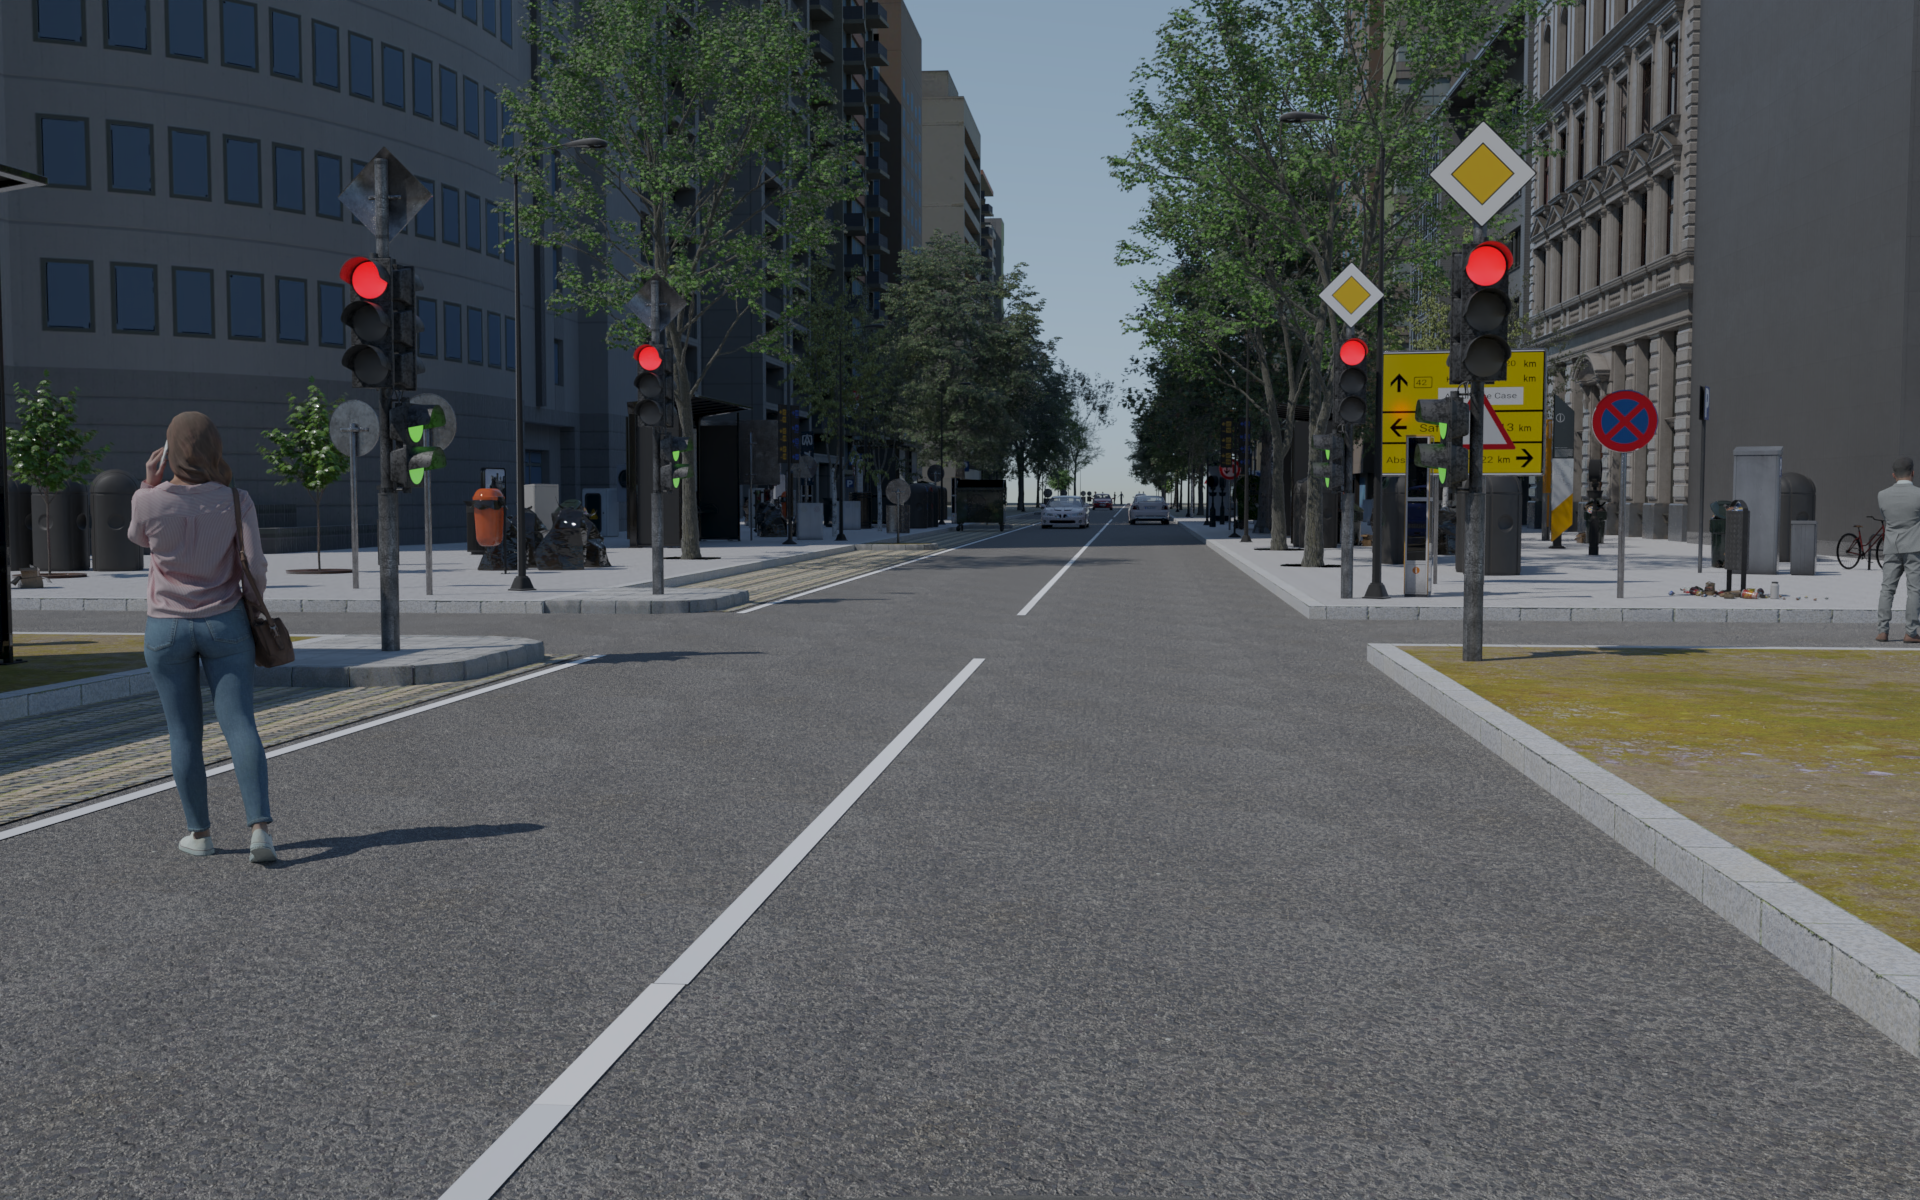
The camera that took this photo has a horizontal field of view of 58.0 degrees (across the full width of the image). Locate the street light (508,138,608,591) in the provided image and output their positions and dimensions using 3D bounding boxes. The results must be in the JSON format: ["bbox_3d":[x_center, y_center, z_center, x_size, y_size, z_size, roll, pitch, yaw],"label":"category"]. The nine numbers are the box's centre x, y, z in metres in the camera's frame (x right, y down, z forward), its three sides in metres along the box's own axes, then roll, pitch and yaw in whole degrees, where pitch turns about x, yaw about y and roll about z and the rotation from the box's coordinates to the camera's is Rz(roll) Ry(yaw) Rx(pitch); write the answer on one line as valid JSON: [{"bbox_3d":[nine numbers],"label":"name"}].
[{"bbox_3d":[-5.290,-3.075,22.814,1.470,5.913,1.316,0,4,6],"label":"street light"}]

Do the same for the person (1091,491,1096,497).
[{"bbox_3d":[15.924,-12.031,205.741,0.750,1.759,0.617,0,4,-1],"label":"person"}]

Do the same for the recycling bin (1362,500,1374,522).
[{"bbox_3d":[18.928,-4.086,79.353,0.722,1.027,0.722,-1,4,-20],"label":"recycling bin"}]

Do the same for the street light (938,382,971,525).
[{"bbox_3d":[-0.223,-6.087,72.066,1.470,5.913,1.316,0,4,6],"label":"street light"}]

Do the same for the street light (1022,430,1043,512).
[{"bbox_3d":[5.115,-9.314,124.823,1.470,5.913,1.316,0,4,6],"label":"street light"}]

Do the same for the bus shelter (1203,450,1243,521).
[{"bbox_3d":[12.181,-5.224,79.335,2.014,3.302,5.546,0,4,6],"label":"bus shelter"}]

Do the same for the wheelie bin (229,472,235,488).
[{"bbox_3d":[-10.219,-0.953,23.490,0.980,1.594,0.693,-2,4,-33],"label":"wheelie bin"}]

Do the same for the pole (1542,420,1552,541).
[{"bbox_3d":[16.097,-3.282,47.497,0.158,3.312,0.155,0,3,0],"label":"pole"}]

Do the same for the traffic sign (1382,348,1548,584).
[{"bbox_3d":[7.077,-1.872,24.479,2.265,3.308,0.079,1,4,13],"label":"traffic sign"}]

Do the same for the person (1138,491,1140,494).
[{"bbox_3d":[23.881,-13.596,230.878,1.350,1.814,0.705,0,4,1],"label":"person"}]

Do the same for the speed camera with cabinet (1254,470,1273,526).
[{"bbox_3d":[11.777,-4.406,66.369,0.660,3.252,2.038,1,4,22],"label":"speed camera with cabinet"}]

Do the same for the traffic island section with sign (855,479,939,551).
[{"bbox_3d":[-1.590,-2.200,44.601,1.989,1.847,2.006,0,4,6],"label":"traffic island section with sign"}]

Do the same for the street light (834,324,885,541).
[{"bbox_3d":[-2.733,-4.580,47.419,1.470,5.913,1.316,0,4,6],"label":"street light"}]

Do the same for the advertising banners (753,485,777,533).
[{"bbox_3d":[-6.523,-3.804,58.377,0.090,3.025,2.074,1,4,17],"label":"advertising banners"}]

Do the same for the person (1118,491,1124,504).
[{"bbox_3d":[22.302,-14.139,239.755,0.705,1.814,1.350,-2,4,-34],"label":"person"}]

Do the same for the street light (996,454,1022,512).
[{"bbox_3d":[2.669,-7.793,99.964,1.470,5.913,1.316,0,4,6],"label":"street light"}]

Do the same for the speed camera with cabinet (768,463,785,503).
[{"bbox_3d":[-8.925,-5.293,80.882,0.660,3.252,2.038,-3,4,-37],"label":"speed camera with cabinet"}]

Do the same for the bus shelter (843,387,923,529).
[{"bbox_3d":[-3.049,-5.506,67.648,2.179,5.291,8.768,0,4,6],"label":"bus shelter"}]

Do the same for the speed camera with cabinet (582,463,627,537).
[{"bbox_3d":[-10.304,-3.497,51.515,2.038,3.252,0.660,2,4,30],"label":"speed camera with cabinet"}]

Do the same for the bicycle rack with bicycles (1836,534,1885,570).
[{"bbox_3d":[16.197,-0.911,28.284,2.852,0.926,2.925,0,4,-3],"label":"bicycle rack with bicycles"}]

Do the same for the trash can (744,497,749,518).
[{"bbox_3d":[-10.908,-4.798,90.096,0.748,1.137,0.748,0,3,0],"label":"trash can"}]

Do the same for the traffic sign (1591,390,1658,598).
[{"bbox_3d":[8.131,-1.293,21.251,0.768,2.556,0.104,1,4,15],"label":"traffic sign"}]

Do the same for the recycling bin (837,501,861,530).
[{"bbox_3d":[-4.044,-3.038,62.227,0.722,1.027,0.722,-2,4,-33],"label":"recycling bin"}]

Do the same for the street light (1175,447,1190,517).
[{"bbox_3d":[9.611,-6.022,71.006,1.470,5.913,1.316,0,4,6],"label":"street light"}]

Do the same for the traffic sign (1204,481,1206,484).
[{"bbox_3d":[13.086,-5.492,89.803,0.884,2.594,0.081,1,4,12],"label":"traffic sign"}]

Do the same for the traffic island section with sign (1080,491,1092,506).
[{"bbox_3d":[17.301,-13.579,230.639,1.989,1.847,2.006,0,4,6],"label":"traffic island section with sign"}]

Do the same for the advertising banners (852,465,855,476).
[{"bbox_3d":[-5.020,-6.030,94.778,2.074,3.025,0.090,-2,4,-30],"label":"advertising banners"}]

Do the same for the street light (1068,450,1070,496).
[{"bbox_3d":[10.826,-12.767,181.282,1.470,5.913,1.316,0,4,6],"label":"street light"}]

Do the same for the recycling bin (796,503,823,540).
[{"bbox_3d":[-4.242,-2.217,48.810,0.722,1.027,0.722,-1,4,-9],"label":"recycling bin"}]

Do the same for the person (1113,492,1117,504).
[{"bbox_3d":[22.233,-14.572,247.277,0.750,1.759,0.617,3,5,40],"label":"person"}]

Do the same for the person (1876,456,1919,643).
[{"bbox_3d":[9.173,-0.495,16.780,0.511,1.800,0.466,3,4,36],"label":"person"}]

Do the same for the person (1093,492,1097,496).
[{"bbox_3d":[18.738,-13.986,237.990,1.217,1.723,0.721,-2,4,-29],"label":"person"}]

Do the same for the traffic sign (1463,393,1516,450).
[{"bbox_3d":[6.220,-1.276,20.860,0.884,2.594,0.081,0,4,6],"label":"traffic sign"}]

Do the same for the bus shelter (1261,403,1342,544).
[{"bbox_3d":[9.350,-3.443,47.581,1.731,3.624,6.357,0,4,6],"label":"bus shelter"}]

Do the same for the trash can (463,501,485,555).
[{"bbox_3d":[-10.137,-1.532,36.696,0.748,1.137,0.748,0,3,0],"label":"trash can"}]

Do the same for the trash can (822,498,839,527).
[{"bbox_3d":[-4.980,-3.387,67.038,0.748,1.137,0.748,0,3,0],"label":"trash can"}]

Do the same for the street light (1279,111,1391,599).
[{"bbox_3d":[4.578,-2.974,21.161,1.470,5.913,1.316,0,4,6],"label":"street light"}]

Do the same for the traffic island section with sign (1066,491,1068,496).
[{"bbox_3d":[8.961,-8.556,148.514,1.989,1.847,2.006,0,4,6],"label":"traffic island section with sign"}]

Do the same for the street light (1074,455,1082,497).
[{"bbox_3d":[13.431,-14.263,205.736,1.470,5.913,1.316,0,4,6],"label":"street light"}]

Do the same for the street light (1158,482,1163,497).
[{"bbox_3d":[14.910,-9.195,122.881,1.470,5.913,1.316,0,4,6],"label":"street light"}]

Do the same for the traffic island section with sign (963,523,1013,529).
[{"bbox_3d":[1.162,-3.861,71.752,1.989,1.847,2.006,0,4,6],"label":"traffic island section with sign"}]

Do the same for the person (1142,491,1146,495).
[{"bbox_3d":[25.179,-14.022,237.891,1.348,1.807,0.705,-1,4,-9],"label":"person"}]

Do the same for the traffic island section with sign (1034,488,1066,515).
[{"bbox_3d":[6.236,-6.916,121.697,1.989,1.847,2.006,0,4,6],"label":"traffic island section with sign"}]

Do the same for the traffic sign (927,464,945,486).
[{"bbox_3d":[-1.041,-4.517,73.954,0.768,2.556,0.104,1,4,12],"label":"traffic sign"}]

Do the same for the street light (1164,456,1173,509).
[{"bbox_3d":[12.428,-7.691,98.293,1.470,5.913,1.316,0,4,6],"label":"street light"}]

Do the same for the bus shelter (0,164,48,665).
[{"bbox_3d":[-7.925,-1.144,9.995,1.731,3.624,6.357,0,4,6],"label":"bus shelter"}]

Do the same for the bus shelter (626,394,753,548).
[{"bbox_3d":[-6.779,-3.225,44.011,1.731,3.624,6.357,0,4,6],"label":"bus shelter"}]

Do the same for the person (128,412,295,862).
[{"bbox_3d":[-2.914,0.142,6.770,0.593,1.750,0.643,-2,4,-25],"label":"person"}]

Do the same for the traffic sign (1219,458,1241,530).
[{"bbox_3d":[9.602,-3.761,61.604,0.768,2.556,0.104,1,4,13],"label":"traffic sign"}]

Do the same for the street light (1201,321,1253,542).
[{"bbox_3d":[7.076,-4.491,45.962,1.470,5.913,1.316,0,4,6],"label":"street light"}]
